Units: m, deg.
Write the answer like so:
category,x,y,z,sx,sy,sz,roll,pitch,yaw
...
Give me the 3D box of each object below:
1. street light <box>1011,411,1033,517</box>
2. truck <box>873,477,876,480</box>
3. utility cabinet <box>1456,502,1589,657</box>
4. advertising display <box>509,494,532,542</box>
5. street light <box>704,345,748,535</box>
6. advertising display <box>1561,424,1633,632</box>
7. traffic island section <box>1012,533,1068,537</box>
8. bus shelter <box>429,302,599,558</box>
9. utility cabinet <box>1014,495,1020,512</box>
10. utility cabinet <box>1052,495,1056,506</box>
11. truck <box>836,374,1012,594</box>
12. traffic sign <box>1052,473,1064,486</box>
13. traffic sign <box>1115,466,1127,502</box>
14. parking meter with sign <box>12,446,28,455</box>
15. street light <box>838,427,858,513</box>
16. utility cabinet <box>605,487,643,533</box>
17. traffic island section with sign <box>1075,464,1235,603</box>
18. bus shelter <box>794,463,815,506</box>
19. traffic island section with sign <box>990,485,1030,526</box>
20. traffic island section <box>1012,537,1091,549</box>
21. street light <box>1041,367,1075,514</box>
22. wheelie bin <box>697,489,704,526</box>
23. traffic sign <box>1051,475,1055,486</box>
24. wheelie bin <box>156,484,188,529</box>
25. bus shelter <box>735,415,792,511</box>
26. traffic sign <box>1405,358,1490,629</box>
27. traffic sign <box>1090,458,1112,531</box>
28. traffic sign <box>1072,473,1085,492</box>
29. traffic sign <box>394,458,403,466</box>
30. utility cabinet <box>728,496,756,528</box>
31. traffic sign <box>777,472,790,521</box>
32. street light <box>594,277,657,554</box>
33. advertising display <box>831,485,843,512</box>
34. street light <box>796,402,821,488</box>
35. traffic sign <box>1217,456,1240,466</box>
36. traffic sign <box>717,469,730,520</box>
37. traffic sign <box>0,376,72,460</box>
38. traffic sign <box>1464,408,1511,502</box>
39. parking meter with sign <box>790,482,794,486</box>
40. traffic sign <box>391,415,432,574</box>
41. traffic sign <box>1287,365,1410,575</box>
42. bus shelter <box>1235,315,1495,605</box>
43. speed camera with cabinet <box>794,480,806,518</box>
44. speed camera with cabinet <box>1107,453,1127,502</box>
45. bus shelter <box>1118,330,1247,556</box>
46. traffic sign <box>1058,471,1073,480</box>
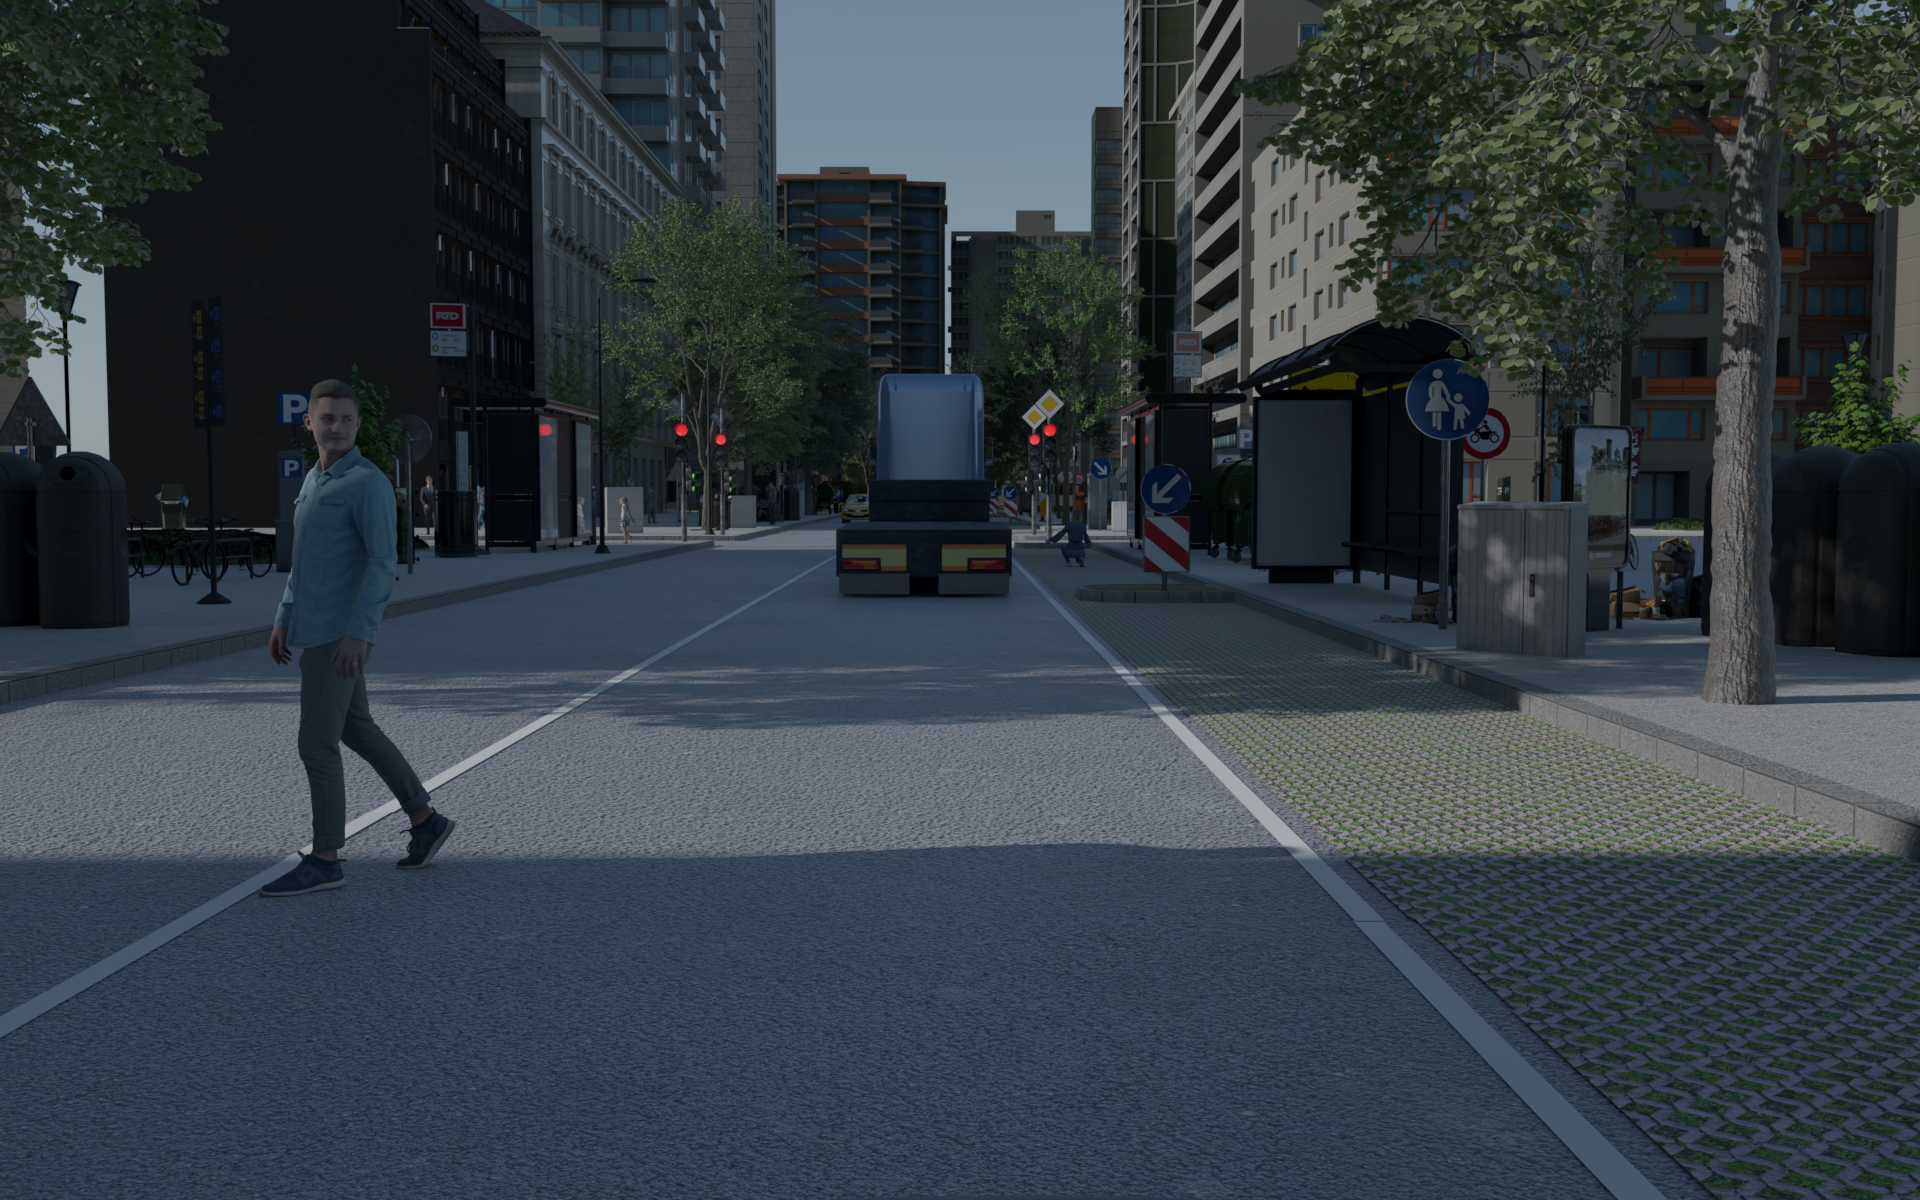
category,x,y,z,sx,sy,sz,roll,pitch,yaw
street light,3.453,-7.561,96.170,1.470,5.913,1.316,0,4,0
truck,-5.684,-9.474,150.830,3.469,3.379,9.791,0,4,0
utility cabinet,4.535,-0.175,14.022,0.306,1.237,1.020,-3,5,-40
advertising display,-11.280,-2.418,44.745,0.974,1.923,0.123,2,4,35
street light,-7.326,-4.999,54.272,1.470,5.913,1.316,0,4,0
advertising display,5.947,-0.672,16.204,0.974,1.923,0.123,-3,4,-37
traffic island section,2.356,-1.976,54.587,2.009,0.180,2.903,0,4,0
bus shelter,-10.015,-3.751,38.955,2.179,5.291,8.768,0,4,-1
utility cabinet,4.012,-6.758,121.661,0.306,1.237,1.020,1,4,10
utility cabinet,6.202,-6.745,121.443,1.020,1.237,0.306,-2,4,-24
truck,-0.602,-2.650,33.082,2.967,4.110,18.799,0,4,-1
traffic sign,6.062,-6.503,106.435,0.768,2.556,0.104,0,4,3
traffic sign,7.520,-4.877,79.852,0.768,2.556,0.104,0,4,3
parking meter with sign,-29.066,-3.560,54.463,0.543,3.016,1.738,0,4,-4
street light,-7.743,-9.027,120.127,1.470,5.913,1.316,0,4,0
utility cabinet,-10.839,-2.887,55.885,1.173,1.500,0.318,-2,4,-24
traffic island section with sign,2.600,-0.915,23.596,1.989,1.847,2.006,0,4,0
bus shelter,-11.148,-8.530,117.102,2.179,5.291,8.768,0,4,0
traffic island section with sign,2.171,-4.315,79.184,1.989,1.847,2.006,0,4,0
traffic island section,2.419,-1.488,46.602,2.009,0.180,2.903,0,4,0
street light,3.654,-5.570,63.616,1.470,5.913,1.316,0,4,0
wheelie bin,-10.110,-3.749,69.206,0.693,1.594,0.980,0,4,2
traffic sign,5.864,-6.622,108.006,0.795,2.593,0.064,0,4,6
wheelie bin,-24.528,-2.818,53.986,0.980,1.594,0.693,-1,4,-11
bus shelter,-10.253,-6.861,89.808,2.179,5.291,8.768,0,4,0
traffic sign,4.585,-0.995,16.366,0.768,2.556,0.104,1,4,8
traffic sign,4.918,-3.702,60.640,0.768,2.556,0.104,0,4,1
traffic sign,7.250,-6.470,105.882,0.768,2.556,0.104,0,4,5
traffic sign,-10.909,-2.072,33.606,0.795,2.593,0.064,0,4,7
utility cabinet,-8.235,-3.324,65.511,1.020,1.237,0.306,-2,4,-29
traffic sign,-8.276,-4.833,81.143,0.606,2.300,0.079,0,4,6
street light,-7.188,-3.957,37.246,1.470,5.913,1.316,0,4,0
advertising display,-8.791,-7.192,122.801,0.974,1.923,0.123,-1,4,-19
street light,-7.682,-7.027,87.425,1.470,5.913,1.316,0,4,0
traffic sign,7.012,-2.639,45.281,0.606,2.300,0.079,1,4,9
traffic sign,-11.794,-5.304,86.820,0.768,2.556,0.104,0,4,1
traffic sign,-10.269,-1.172,19.169,0.884,2.594,0.081,0,4,3
traffic sign,7.704,-1.554,25.518,0.768,2.556,0.104,0,4,3
parking meter with sign,-10.505,-6.978,110.349,1.738,3.016,0.543,0,4,3
traffic sign,-8.860,-1.696,27.839,0.768,2.556,0.104,0,4,7
traffic sign,6.295,-2.045,27.314,2.265,3.308,0.079,0,4,5
bus shelter,4.982,-1.733,22.264,2.014,3.302,5.546,0,4,0
speed camera with cabinet,-8.711,-6.101,94.091,0.660,3.252,2.038,0,4,-4
speed camera with cabinet,7.620,-5.471,83.785,0.660,3.252,2.038,-1,4,-13
bus shelter,4.888,-3.824,40.150,2.179,5.291,8.768,0,4,0
traffic sign,5.211,-5.208,84.891,0.795,2.593,0.064,0,4,8
